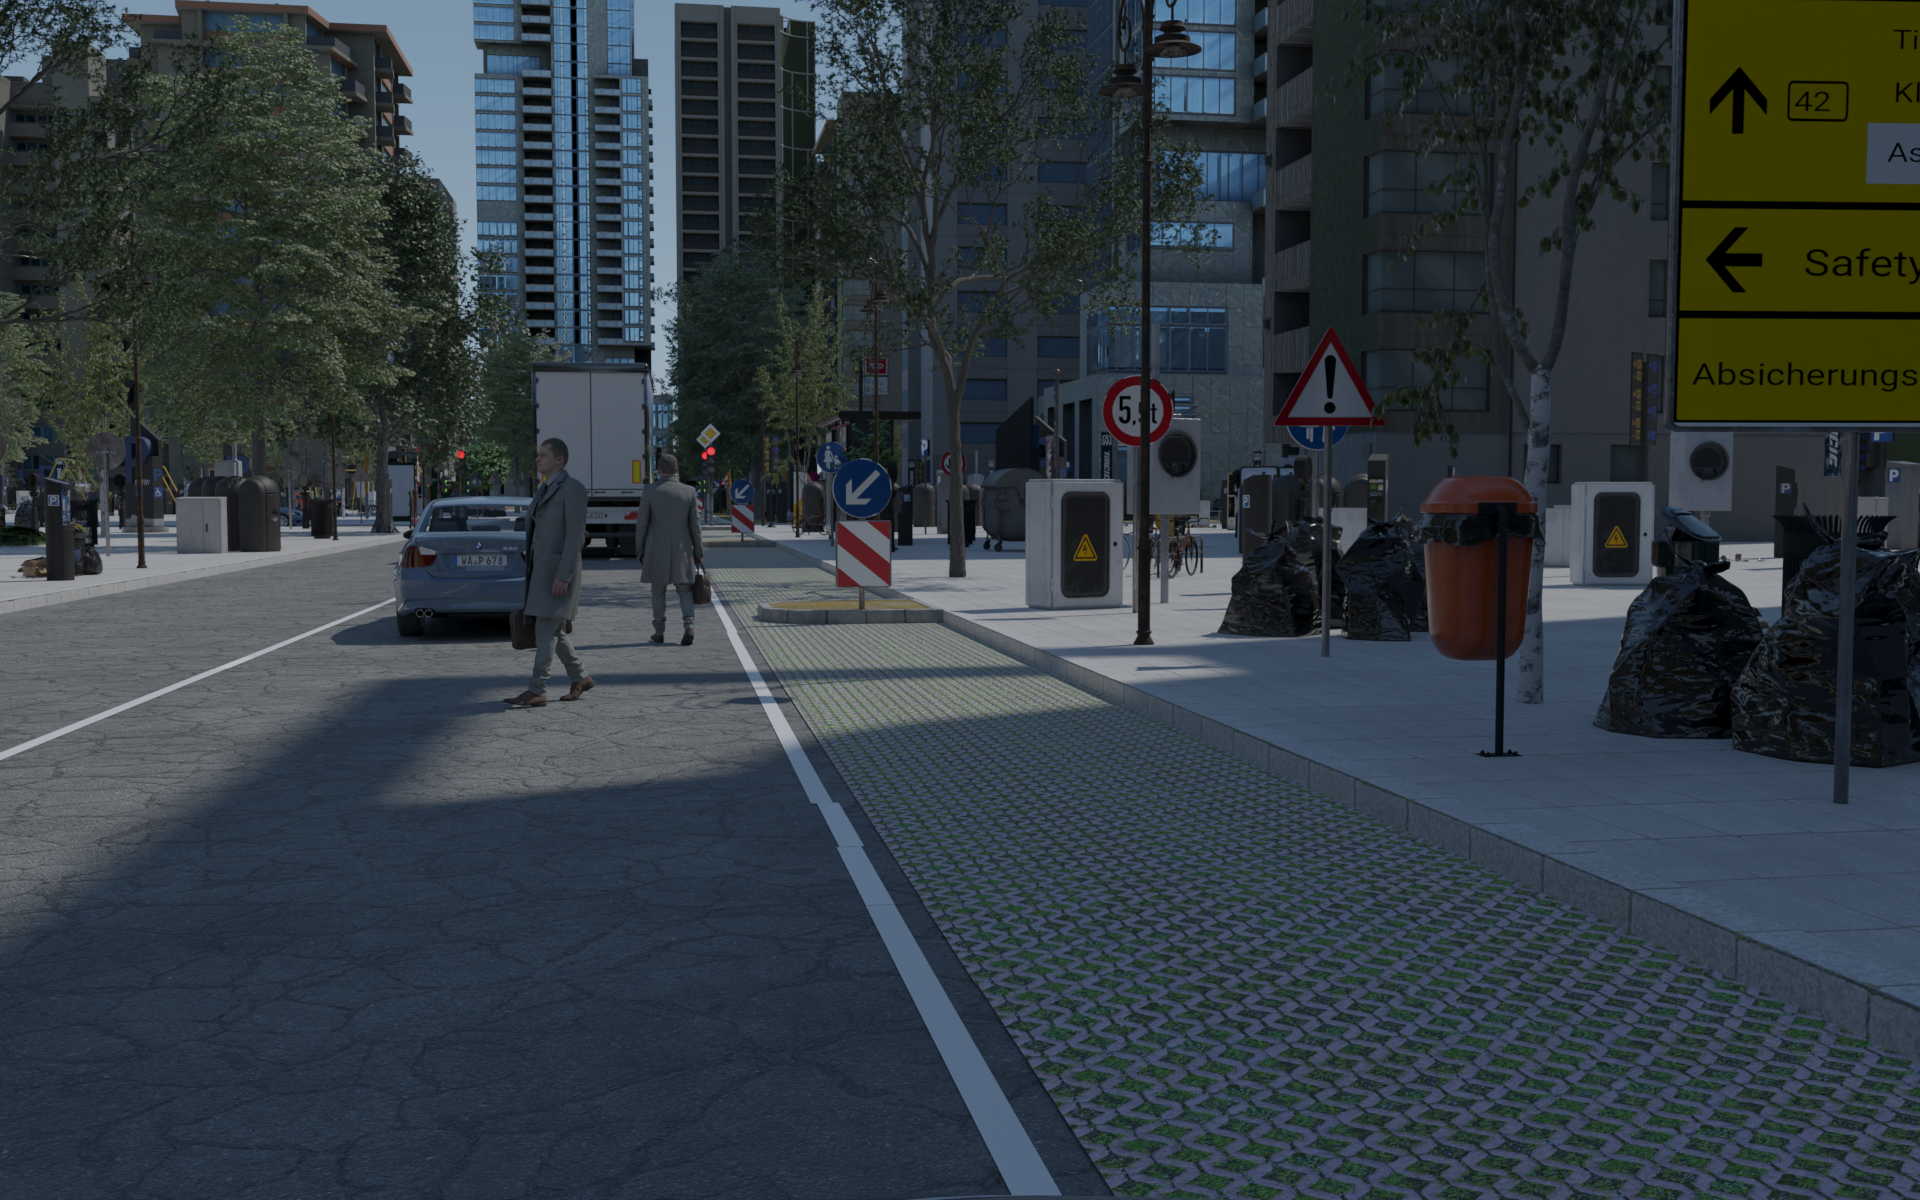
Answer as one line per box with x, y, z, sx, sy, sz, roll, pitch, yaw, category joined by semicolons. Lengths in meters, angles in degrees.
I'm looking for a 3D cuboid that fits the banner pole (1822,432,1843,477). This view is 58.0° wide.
15.450;-2.472;30.434;0.401;3.779;0.863;-1;4;-10;banner pole

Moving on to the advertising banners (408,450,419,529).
-20.177;-4.152;64.074;0.090;3.025;2.074;0;4;-7;advertising banners

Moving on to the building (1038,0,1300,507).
20.724;-48.430;104.499;31.000;86.520;22.319;-1;4;-10;building

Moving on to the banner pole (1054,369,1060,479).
1.936;-2.751;34.999;0.401;3.779;0.863;0;4;-2;banner pole

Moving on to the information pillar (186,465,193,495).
-60.933;-8.907;136.989;0.504;3.616;0.183;-1;4;-19;information pillar

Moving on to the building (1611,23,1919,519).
51.410;-20.574;108.088;14.107;30.474;14.160;-1;4;-10;building

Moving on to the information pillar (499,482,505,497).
-27.899;-6.179;105.518;0.304;2.012;0.304;-2;4;-24;information pillar

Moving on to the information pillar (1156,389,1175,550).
4.587;-2.890;38.611;0.504;3.616;0.183;-2;4;-34;information pillar

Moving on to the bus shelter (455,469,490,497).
-28.717;-6.821;102.802;1.731;3.624;6.357;-1;4;-10;bus shelter

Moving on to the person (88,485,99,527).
-34.290;-3.641;68.455;0.576;1.772;0.534;1;4;16;person

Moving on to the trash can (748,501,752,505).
-10.609;-4.747;89.272;0.748;1.137;0.748;0;3;0;trash can

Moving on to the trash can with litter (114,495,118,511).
-65.141;-7.510;133.842;1.678;1.210;2.233;-3;5;-44;trash can with litter

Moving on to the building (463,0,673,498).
-58.058;-57.528;253.261;31.000;86.520;22.319;-1;4;-10;building

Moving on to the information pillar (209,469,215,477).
-21.551;-2.800;50.276;0.304;2.012;0.304;2;4;33;information pillar

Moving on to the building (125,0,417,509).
-62.227;-30.815;158.443;22.147;44.769;28.867;-1;4;-10;building

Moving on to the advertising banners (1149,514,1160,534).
6.611;-3.645;55.779;0.090;3.025;2.074;-3;5;-44;advertising banners

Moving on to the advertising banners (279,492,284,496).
-52.772;-8.559;136.135;0.090;3.025;2.074;1;4;21;advertising banners

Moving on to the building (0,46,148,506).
-96.988;-34.635;189.983;21.600;48.544;21.300;-1;4;-10;building

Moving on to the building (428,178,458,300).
-84.421;-38.321;250.252;21.600;48.544;21.300;-1;4;-10;building

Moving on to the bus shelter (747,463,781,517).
-10.826;-6.221;95.630;2.014;3.302;5.546;-1;4;-10;bus shelter

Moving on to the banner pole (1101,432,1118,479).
5.335;-4.359;61.292;0.863;3.779;0.401;-1;4;-22;banner pole

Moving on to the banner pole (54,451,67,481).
-52.313;-6.785;100.943;0.401;3.779;0.863;3;5;43;banner pole

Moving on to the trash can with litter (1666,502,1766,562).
14.274;-1.362;33.334;2.233;1.210;1.678;2;4;31;trash can with litter

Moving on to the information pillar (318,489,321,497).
-52.694;-8.457;142.766;0.304;2.012;0.304;1;4;15;information pillar

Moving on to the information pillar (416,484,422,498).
-35.318;-6.642;113.083;0.304;2.012;0.304;-2;4;-34;information pillar

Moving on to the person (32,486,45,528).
-36.362;-3.678;68.411;0.659;1.850;0.755;0;4;2;person

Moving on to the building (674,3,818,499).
-31.730;-50.116;257.648;20.611;71.187;20.563;-1;4;-10;building

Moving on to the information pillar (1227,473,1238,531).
9.564;-3.452;60.935;0.304;2.012;0.304;1;4;12;information pillar

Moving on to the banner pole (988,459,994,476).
2.099;-7.252;108.585;0.863;3.779;0.401;2;4;32;banner pole

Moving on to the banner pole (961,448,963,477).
0.071;-6.362;94.032;0.401;3.779;0.863;-1;4;-9;banner pole

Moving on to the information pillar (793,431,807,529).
-5.967;-4.474;64.507;0.504;3.616;0.183;-1;4;-16;information pillar

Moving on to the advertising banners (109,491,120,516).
-49.069;-6.424;101.217;0.090;3.025;2.074;1;4;20;advertising banners

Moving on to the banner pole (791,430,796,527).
-6.328;-4.714;67.097;0.401;3.779;0.863;-1;4;-13;banner pole

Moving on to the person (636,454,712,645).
-2.761;-0.488;16.586;0.694;1.812;0.767;-1;4;-20;person

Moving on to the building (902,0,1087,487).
6.053;-36.169;133.364;21.231;58.520;28.212;-1;4;-10;building

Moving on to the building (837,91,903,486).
-5.919;-30.382;180.339;14.154;41.232;14.086;-1;4;-10;building

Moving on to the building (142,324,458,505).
-71.701;-21.268;192.770;28.899;21.520;27.650;-1;4;-10;building

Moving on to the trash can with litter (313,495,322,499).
-40.470;-5.929;107.997;2.233;1.210;1.678;-3;4;-36;trash can with litter

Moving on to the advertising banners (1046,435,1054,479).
2.363;-3.432;52.300;0.090;3.025;2.074;-2;4;-23;advertising banners

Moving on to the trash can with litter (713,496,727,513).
-16.513;-6.563;118.700;1.055;1.170;0.624;0;4;0;trash can with litter

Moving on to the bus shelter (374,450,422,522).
-26.568;-5.449;83.021;2.014;3.302;5.546;-1;4;-10;bus shelter

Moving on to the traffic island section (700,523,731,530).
-11.272;-3.346;76.989;2.009;0.180;2.903;-1;4;-10;traffic island section

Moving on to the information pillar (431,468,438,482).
-37.271;-8.054;123.035;0.504;3.616;0.183;-1;4;-10;information pillar

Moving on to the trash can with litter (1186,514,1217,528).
9.047;-3.319;65.321;2.233;1.210;1.678;3;5;45;trash can with litter

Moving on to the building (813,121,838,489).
-5.511;-33.486;202.118;22.147;44.769;28.867;-1;4;-10;building

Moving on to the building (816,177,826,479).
-8.171;-41.440;266.777;27.495;52.752;28.713;-1;4;-10;building

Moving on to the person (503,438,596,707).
-2.802;-0.195;11.790;0.767;1.812;0.694;-3;4;-37;person

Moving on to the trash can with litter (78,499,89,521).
-41.957;-4.383;83.047;1.055;1.170;0.624;0;4;-2;trash can with litter

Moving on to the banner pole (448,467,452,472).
-31.820;-7.222;108.101;0.401;3.779;0.863;-3;4;-37;banner pole

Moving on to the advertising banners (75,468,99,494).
-57.724;-7.280;115.220;2.074;3.025;0.090;-3;5;-44;advertising banners

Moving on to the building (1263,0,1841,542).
16.448;-17.128;51.744;14.160;30.474;14.107;-1;4;-10;building

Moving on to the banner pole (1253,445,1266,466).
15.414;-6.054;89.006;0.863;3.779;0.401;-1;4;-19;banner pole

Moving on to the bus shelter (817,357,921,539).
-2.716;-4.294;47.842;2.179;5.291;8.768;-1;4;-10;bus shelter

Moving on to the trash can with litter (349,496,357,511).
-46.732;-7.505;134.101;1.055;1.170;0.624;-1;4;-17;trash can with litter

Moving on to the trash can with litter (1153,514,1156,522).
9.273;-4.219;80.375;1.055;1.170;0.624;3;5;39;trash can with litter

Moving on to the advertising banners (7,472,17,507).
-75.653;-8.740;139.087;2.074;3.025;0.090;-1;4;-19;advertising banners

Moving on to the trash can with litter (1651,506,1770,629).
6.959;-0.284;16.033;0.624;1.170;1.055;-3;4;-37;trash can with litter

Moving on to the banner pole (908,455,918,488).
-2.973;-7.451;111.841;0.863;3.779;0.401;-1;4;-21;banner pole

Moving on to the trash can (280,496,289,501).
-45.132;-6.362;115.664;0.748;1.137;0.748;0;3;0;trash can
